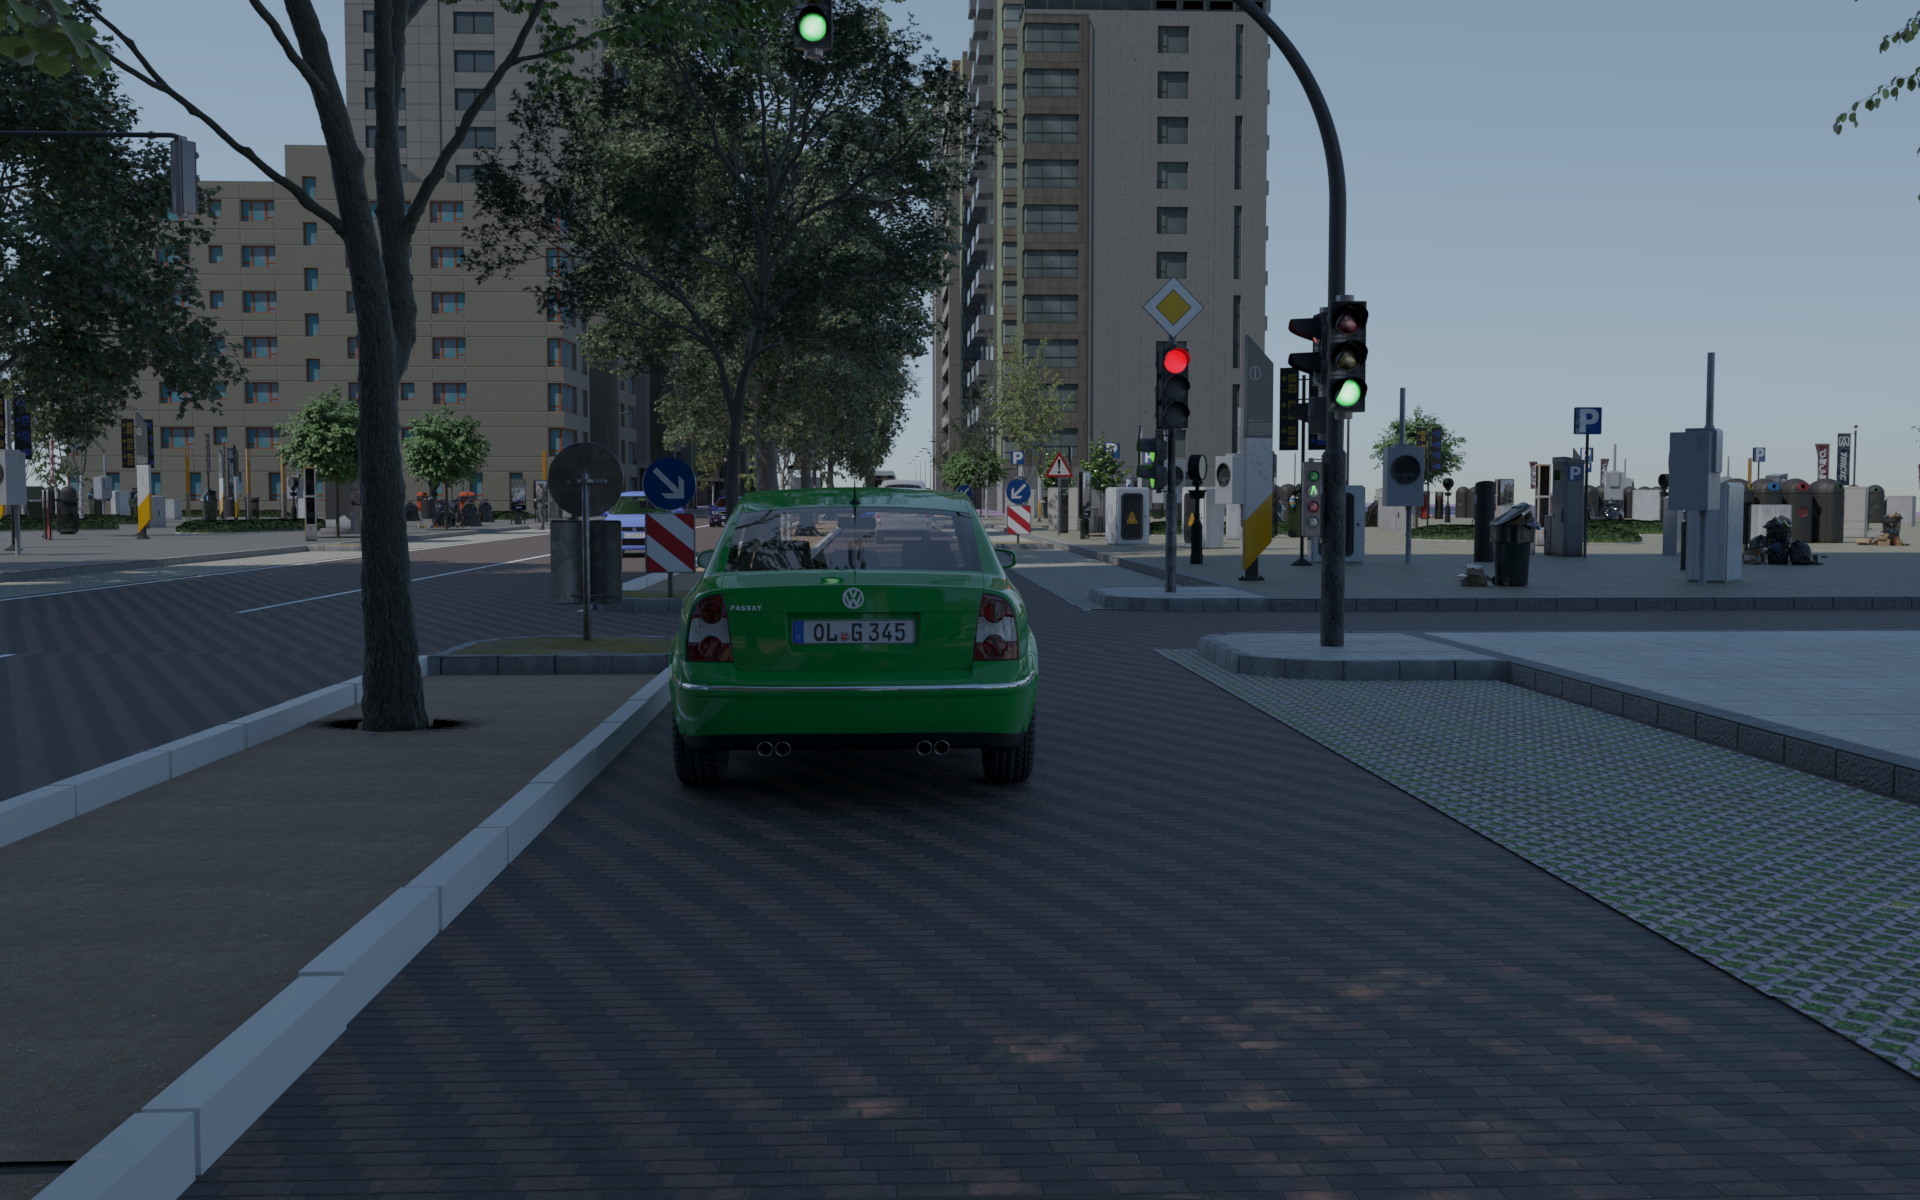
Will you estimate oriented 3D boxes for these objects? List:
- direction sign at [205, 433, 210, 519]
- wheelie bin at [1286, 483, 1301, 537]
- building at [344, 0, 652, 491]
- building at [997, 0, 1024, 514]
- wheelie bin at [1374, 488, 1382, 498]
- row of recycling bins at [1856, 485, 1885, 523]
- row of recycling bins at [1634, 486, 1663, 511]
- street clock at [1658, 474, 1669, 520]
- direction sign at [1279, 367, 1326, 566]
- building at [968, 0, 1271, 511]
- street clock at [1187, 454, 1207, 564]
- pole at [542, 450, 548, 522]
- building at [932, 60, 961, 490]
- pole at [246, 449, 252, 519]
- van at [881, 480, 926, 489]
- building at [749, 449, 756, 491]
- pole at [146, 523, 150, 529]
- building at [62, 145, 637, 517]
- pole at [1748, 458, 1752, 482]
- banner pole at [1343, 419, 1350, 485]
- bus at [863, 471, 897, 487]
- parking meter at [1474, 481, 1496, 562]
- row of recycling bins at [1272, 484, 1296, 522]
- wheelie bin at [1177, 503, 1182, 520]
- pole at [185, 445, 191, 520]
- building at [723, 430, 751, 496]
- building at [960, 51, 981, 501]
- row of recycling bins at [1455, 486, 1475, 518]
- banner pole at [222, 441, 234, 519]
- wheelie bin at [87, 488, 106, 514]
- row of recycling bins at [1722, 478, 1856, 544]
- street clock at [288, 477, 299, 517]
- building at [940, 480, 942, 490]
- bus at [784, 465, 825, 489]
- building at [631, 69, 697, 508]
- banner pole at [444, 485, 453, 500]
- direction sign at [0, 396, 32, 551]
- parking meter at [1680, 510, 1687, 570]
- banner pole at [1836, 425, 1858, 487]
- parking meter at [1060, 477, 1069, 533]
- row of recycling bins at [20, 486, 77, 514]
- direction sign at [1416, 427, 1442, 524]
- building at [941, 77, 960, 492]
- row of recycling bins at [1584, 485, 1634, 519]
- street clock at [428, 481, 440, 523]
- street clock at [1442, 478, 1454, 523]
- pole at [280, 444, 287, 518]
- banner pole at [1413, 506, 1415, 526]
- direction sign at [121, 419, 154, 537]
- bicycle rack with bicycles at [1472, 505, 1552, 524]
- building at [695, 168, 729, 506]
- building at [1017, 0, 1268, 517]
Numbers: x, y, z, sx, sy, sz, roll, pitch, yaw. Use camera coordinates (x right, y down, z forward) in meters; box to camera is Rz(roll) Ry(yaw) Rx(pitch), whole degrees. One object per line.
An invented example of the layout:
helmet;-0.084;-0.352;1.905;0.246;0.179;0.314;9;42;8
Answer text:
direction sign;-28.254;-4.471;65.100;0.379;3.537;0.876;-2;4;-32
wheelie bin;10.131;-2.661;51.420;0.693;1.594;0.980;2;4;31
building;-34.198;-42.562;134.139;20.563;71.187;20.611;0;4;-3
building;9.447;-26.643;119.202;14.154;41.232;14.086;0;4;-3
wheelie bin;22.334;-5.112;91.488;0.693;1.594;0.980;-2;4;-28
row of recycling bins;39.518;-4.313;77.630;3.534;1.692;1.069;3;5;43
row of recycling bins;35.665;-5.146;91.247;3.534;1.692;1.069;-1;4;-18
street clock;25.043;-3.487;61.579;0.358;2.002;0.471;-1;4;-15
direction sign;6.126;-2.382;30.939;0.876;3.537;0.379;2;4;27
building;12.124;-31.946;141.924;23.786;49.044;30.456;0;4;-3
street clock;4.338;-1.658;31.684;0.358;2.002;0.471;2;4;26
pole;-19.346;-5.316;80.755;0.158;3.312;0.155;0;3;0
building;6.604;-42.861;242.770;21.231;58.520;28.212;0;4;-3
pole;-32.087;-5.155;78.125;0.158;3.312;0.155;0;3;0
van;-1.703;-2.726;51.575;2.013;2.044;4.112;0;4;-2
building;-35.687;-29.136;248.073;14.160;30.474;14.107;0;4;-3
pole;-30.085;-4.288;63.959;0.158;3.312;0.155;0;3;0
building;-36.644;-16.235;110.479;27.650;21.520;28.899;0;4;-3
pole;44.741;-6.381;98.166;0.158;3.312;0.155;0;3;0
banner pole;10.353;-3.482;46.955;0.863;3.779;0.401;-2;4;-35
bus;-6.528;-8.982;141.720;2.948;3.499;13.247;0;4;-3
parking meter;9.917;-1.488;32.738;0.372;1.533;0.369;0;3;0
row of recycling bins;12.880;-3.812;69.445;1.069;1.692;3.534;-3;5;-39
wheelie bin;9.800;-4.255;77.476;0.980;1.594;0.693;-1;4;-18
pole;-31.991;-4.765;71.749;0.158;3.312;0.155;0;3;0
building;-42.200;-23.295;225.910;27.650;21.520;28.899;0;4;-3
building;6.919;-29.393;164.168;14.154;41.232;14.086;0;4;-3
row of recycling bins;27.895;-5.214;92.363;1.069;1.692;3.534;-2;4;-34
banner pole;-34.748;-5.645;82.320;0.401;3.779;0.863;2;4;28
wheelie bin;-45.118;-5.050;90.471;0.693;1.594;0.980;2;4;32
row of recycling bins;21.379;-2.329;45.200;3.534;1.692;1.069;-1;4;-13
street clock;-27.882;-4.153;72.473;0.471;2.002;0.358;3;4;39
building;13.773;-32.153;217.588;32.217;40.220;23.993;0;4;-3
bus;-11.625;-8.495;130.447;2.896;3.916;12.252;0;4;-4
building;-31.241;-28.740;153.495;14.154;41.232;14.086;0;4;-3
banner pole;-24.092;-5.607;81.684;0.401;3.779;0.863;1;4;14
direction sign;-21.465;-2.886;39.175;0.876;3.537;0.379;-3;5;-42
parking meter;12.367;-1.272;29.210;0.372;1.533;0.369;0;3;0
banner pole;32.107;-4.442;62.645;0.863;3.779;0.401;0;4;5
parking meter;3.390;-3.117;56.682;0.255;1.863;0.399;-1;4;-12
row of recycling bins;-46.663;-4.978;88.499;3.534;1.692;1.069;1;4;17
direction sign;15.949;-4.098;58.993;0.876;3.537;0.379;0;4;-7
building;8.971;-34.892;194.183;21.300;48.544;21.600;0;4;-3
row of recycling bins;28.481;-4.317;77.698;3.534;1.692;1.069;-2;4;-30
street clock;-23.046;-4.365;75.936;0.471;2.002;0.358;0;4;5
street clock;21.905;-4.476;77.745;0.358;2.002;0.471;-3;4;-37
pole;-27.621;-4.702;70.725;0.158;3.312;0.155;0;3;0
banner pole;17.879;-4.824;68.883;0.401;3.779;0.863;-3;5;-39
direction sign;-24.787;-3.686;52.264;0.876;3.537;0.379;-2;4;-26
bicycle rack with bicycles;17.824;-2.558;55.205;2.925;0.926;2.852;1;4;18
building;-37.346;-33.104;195.867;22.147;44.769;28.867;0;4;-3
building;10.294;-20.394;105.141;14.160;30.474;14.107;0;4;-3
